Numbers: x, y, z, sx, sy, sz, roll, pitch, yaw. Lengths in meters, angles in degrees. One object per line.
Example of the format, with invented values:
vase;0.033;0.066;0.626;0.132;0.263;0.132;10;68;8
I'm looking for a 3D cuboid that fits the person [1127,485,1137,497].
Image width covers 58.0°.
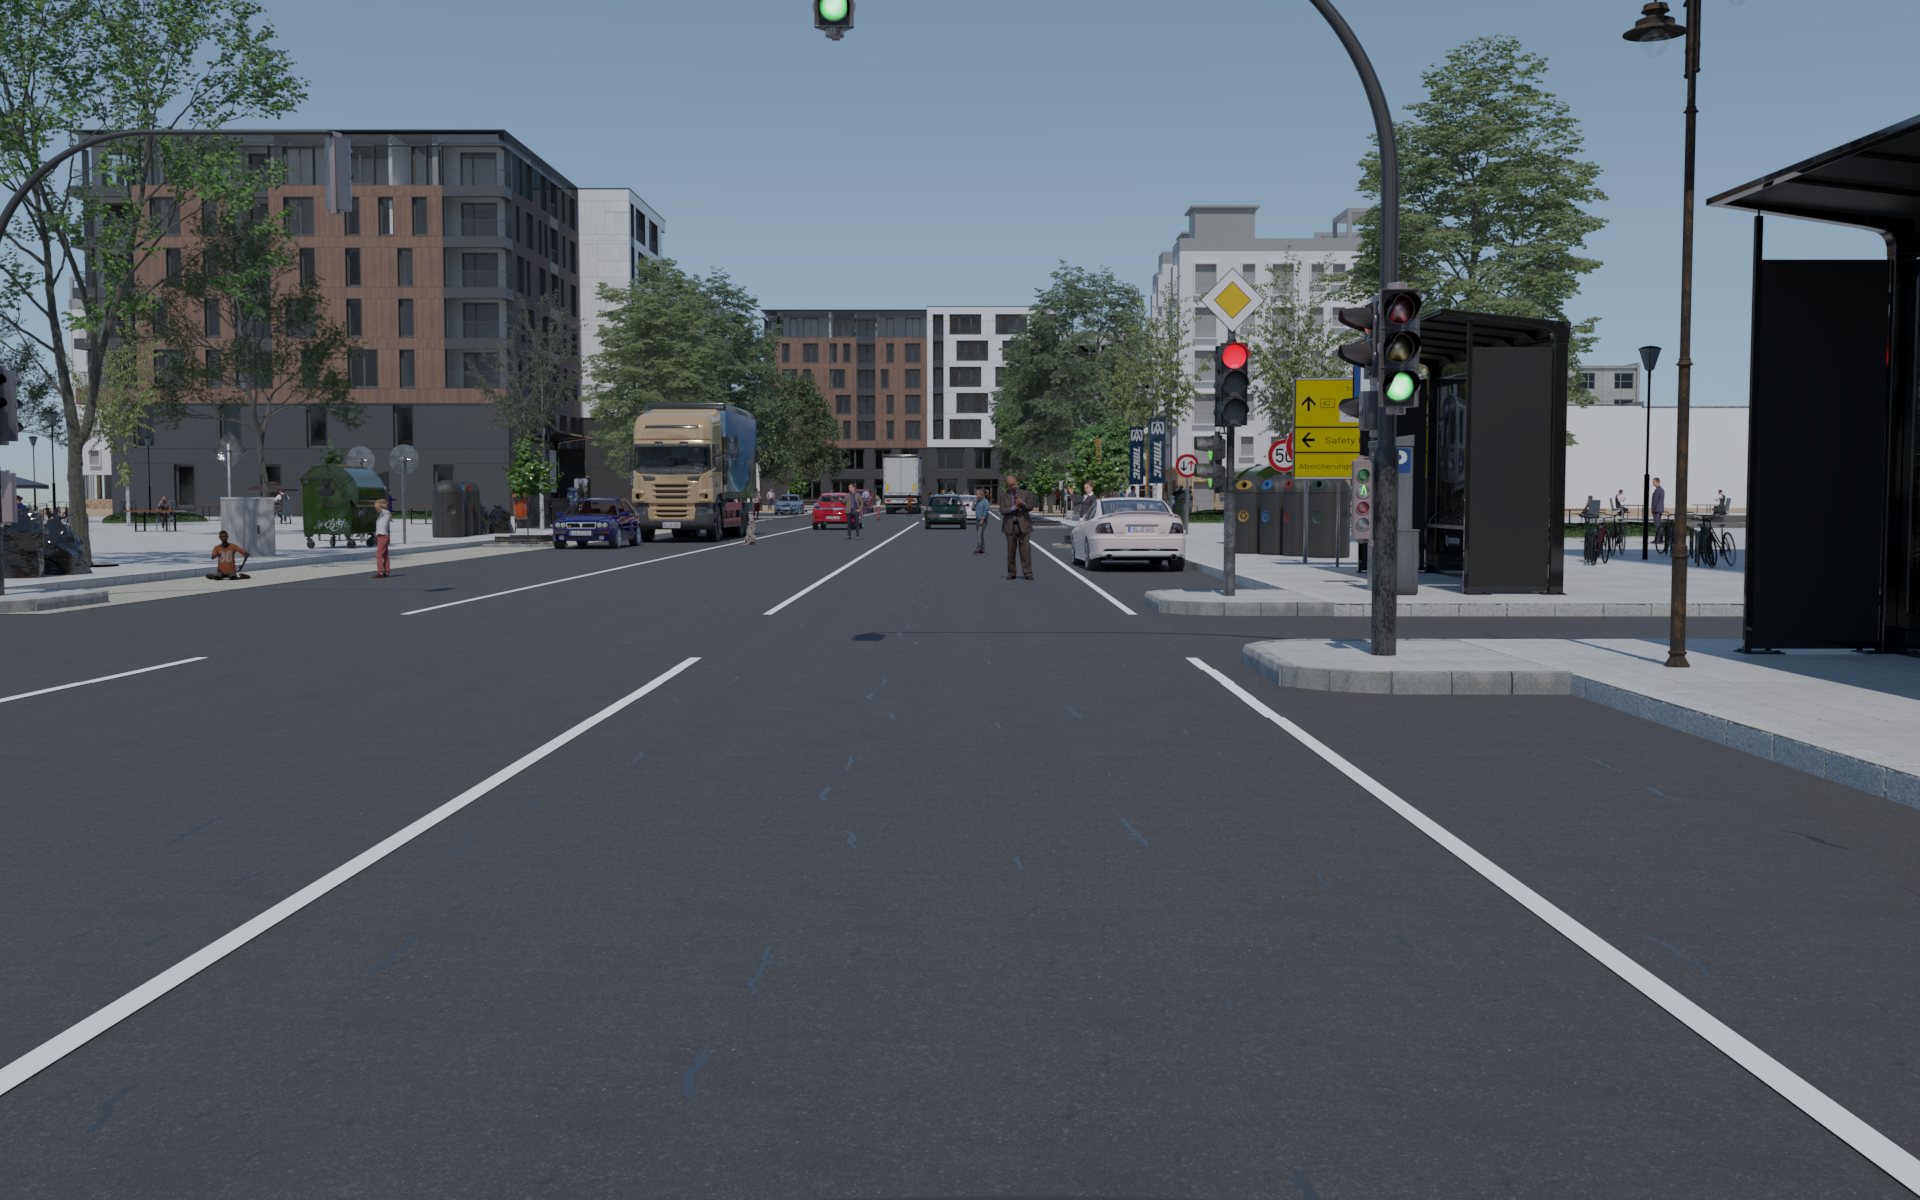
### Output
person;6.104;-3.237;60.927;0.435;1.587;0.963;-2;4;-33

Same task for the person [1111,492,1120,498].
person;12.715;-8.306;142.377;0.750;1.759;0.617;-2;4;-35

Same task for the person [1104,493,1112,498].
person;12.520;-8.671;147.950;0.705;1.807;1.348;-3;5;-44

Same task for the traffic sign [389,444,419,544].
traffic sign;-14.243;-2.706;44.356;0.768;2.556;0.104;0;4;1

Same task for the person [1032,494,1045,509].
person;6.705;-8.681;148.700;1.217;1.735;0.721;1;4;22

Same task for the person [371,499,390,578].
person;-9.929;-1.056;29.675;0.340;1.345;0.435;-1;4;-22

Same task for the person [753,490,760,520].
person;-11.190;-5.216;95.240;0.517;1.644;0.566;3;4;36

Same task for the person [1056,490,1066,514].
person;6.748;-6.526;112.771;1.348;1.821;0.705;3;4;37

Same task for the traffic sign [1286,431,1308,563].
traffic sign;6.410;-1.956;32.086;0.768;2.556;0.104;1;4;9

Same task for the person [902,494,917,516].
person;-3.285;-6.189;112.945;1.065;1.426;0.557;-1;4;-10

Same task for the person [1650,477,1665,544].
person;17.962;-2.302;44.608;0.541;1.710;0.530;-3;5;-39

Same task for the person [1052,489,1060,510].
person;7.740;-7.998;136.747;1.348;1.831;0.705;1;4;9

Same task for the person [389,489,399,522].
person;-25.906;-4.308;78.847;0.453;1.535;0.546;1;4;22

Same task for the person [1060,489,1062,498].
person;9.838;-9.973;169.628;0.750;1.759;0.617;0;4;-2

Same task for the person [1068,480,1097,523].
person;2.571;-1.680;36.776;0.742;1.727;0.445;2;4;27

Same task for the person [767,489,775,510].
person;-15.456;-8.240;141.709;0.756;1.711;0.436;-2;4;-26

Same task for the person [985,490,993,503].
person;2.114;-7.366;129.447;0.721;1.766;1.217;3;5;40

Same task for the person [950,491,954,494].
person;-0.611;-7.582;133.412;0.436;1.711;0.756;1;4;17

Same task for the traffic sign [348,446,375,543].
traffic sign;-15.846;-2.794;45.782;0.768;2.556;0.104;0;4;2

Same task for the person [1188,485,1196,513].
person;14.481;-6.263;108.458;0.705;1.822;1.348;-1;4;-11

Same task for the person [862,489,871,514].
person;-6.902;-7.241;126.753;0.709;1.838;0.599;-1;4;-14

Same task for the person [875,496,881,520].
person;-4.479;-5.021;94.504;0.340;1.345;0.435;-2;4;-30

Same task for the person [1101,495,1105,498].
person;11.055;-7.961;136.760;0.990;1.755;0.434;2;4;24

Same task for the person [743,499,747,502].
person;-16.498;-7.728;133.103;1.217;1.736;0.721;-1;4;-22

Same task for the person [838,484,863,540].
person;-3.444;-2.786;54.590;0.617;1.759;0.750;1;4;19

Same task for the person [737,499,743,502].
person;-16.262;-7.433;128.367;0.445;1.727;0.742;0;4;0

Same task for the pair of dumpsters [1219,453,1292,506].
pair of dumpsters;7.525;-2.470;42.878;1.574;2.255;4.437;0;3;0

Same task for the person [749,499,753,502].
person;-17.681;-8.566;146.925;0.721;1.723;1.217;3;5;44

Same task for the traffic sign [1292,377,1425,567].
traffic sign;6.933;-2.223;30.215;2.265;3.308;0.079;0;4;3

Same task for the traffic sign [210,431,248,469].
traffic sign;-15.323;-2.238;36.321;0.795;2.593;0.064;0;4;2

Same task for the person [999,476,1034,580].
person;0.957;-1.209;28.959;0.565;1.739;0.600;-1;4;-22

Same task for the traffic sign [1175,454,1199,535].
traffic sign;7.161;-3.334;54.614;0.768;2.556;0.104;0;4;2

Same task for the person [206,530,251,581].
person;-12.121;-0.725;28.641;0.859;0.850;0.655;-1;4;-15

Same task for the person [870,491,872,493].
person;-8.713;-9.865;170.511;0.721;1.735;1.217;0;4;4

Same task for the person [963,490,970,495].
person;0.470;-6.972;123.165;0.551;1.740;0.621;-2;4;-32

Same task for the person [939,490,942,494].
person;-1.596;-8.546;148.235;0.705;1.822;1.348;-2;4;-23

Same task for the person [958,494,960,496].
person;0.032;-6.616;119.901;0.421;1.427;0.697;2;4;31

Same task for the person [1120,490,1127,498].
person;8.467;-5.039;90.134;0.444;1.614;0.593;0;4;1

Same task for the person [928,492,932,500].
person;-1.404;-4.844;90.075;0.546;1.535;0.453;-2;4;-30

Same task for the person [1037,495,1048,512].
person;5.822;-7.225;123.804;0.705;1.869;1.348;-2;4;-32

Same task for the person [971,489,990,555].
person;0.486;-1.831;40.647;0.429;1.552;0.499;0;4;-2

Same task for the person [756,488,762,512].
person;-14.727;-7.296;126.022;0.721;1.739;1.217;-2;4;-32

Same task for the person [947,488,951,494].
person;-0.799;-7.797;135.610;1.348;1.869;0.705;1;4;19

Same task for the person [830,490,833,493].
person;-9.412;-7.275;128.167;1.217;1.743;0.721;1;4;23

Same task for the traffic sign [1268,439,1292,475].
traffic sign;7.481;-2.441;40.022;0.768;2.556;0.104;0;4;3

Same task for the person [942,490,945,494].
person;-1.317;-8.304;144.830;0.990;1.755;0.434;-2;4;-33

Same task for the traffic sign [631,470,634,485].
traffic sign;-13.971;-4.459;75.040;0.606;2.300;0.079;0;4;7
